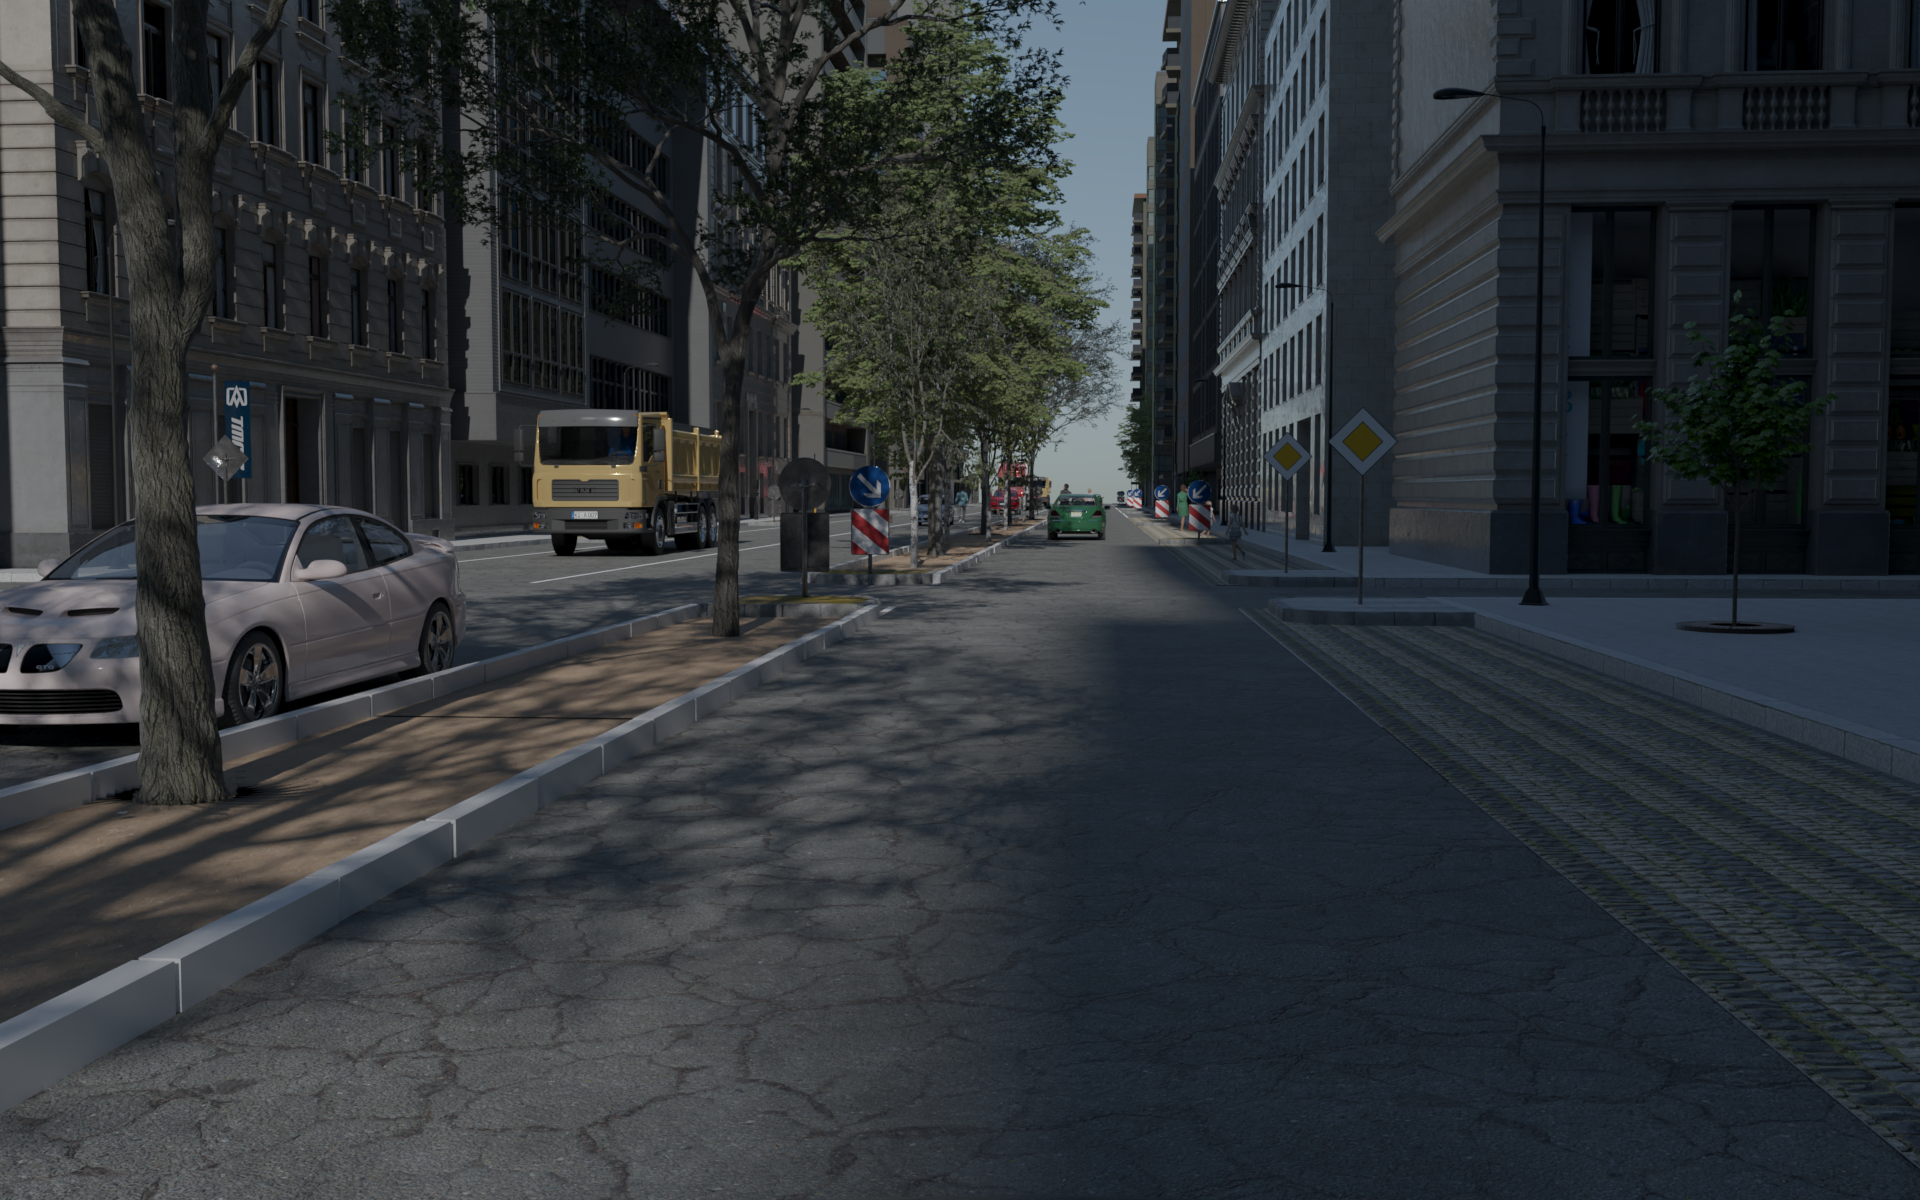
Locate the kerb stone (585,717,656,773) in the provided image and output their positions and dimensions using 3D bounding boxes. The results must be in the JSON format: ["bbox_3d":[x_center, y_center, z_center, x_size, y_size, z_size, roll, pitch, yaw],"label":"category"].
[{"bbox_3d":[-1.845,0.785,9.366,0.120,0.150,1.000,0,4,5],"label":"kerb stone"}]

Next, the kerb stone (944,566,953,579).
[{"bbox_3d":[-0.256,-0.432,29.303,0.120,0.150,1.000,0,4,5],"label":"kerb stone"}]

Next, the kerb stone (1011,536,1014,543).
[{"bbox_3d":[1.384,-1.685,49.765,0.120,0.150,1.000,0,4,5],"label":"kerb stone"}]

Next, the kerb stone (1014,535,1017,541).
[{"bbox_3d":[1.541,-1.804,51.804,0.120,0.150,1.000,0,4,5],"label":"kerb stone"}]

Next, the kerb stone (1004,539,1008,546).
[{"bbox_3d":[1.136,-1.498,46.695,0.120,0.150,1.000,0,4,5],"label":"kerb stone"}]

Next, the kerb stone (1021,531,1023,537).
[{"bbox_3d":[1.873,-2.060,55.895,0.120,0.150,1.000,0,4,5],"label":"kerb stone"}]

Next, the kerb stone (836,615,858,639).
[{"bbox_3d":[-1.184,0.286,17.541,0.120,0.150,1.000,0,4,5],"label":"kerb stone"}]

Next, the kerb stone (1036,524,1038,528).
[{"bbox_3d":[2.931,-2.874,69.190,0.120,0.150,1.000,0,4,5],"label":"kerb stone"}]

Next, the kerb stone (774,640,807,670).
[{"bbox_3d":[-1.444,0.473,14.469,0.120,0.150,1.000,0,4,5],"label":"kerb stone"}]

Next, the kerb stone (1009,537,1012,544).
[{"bbox_3d":[1.302,-1.623,48.739,0.120,0.150,1.000,0,4,5],"label":"kerb stone"}]

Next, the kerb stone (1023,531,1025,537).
[{"bbox_3d":[1.956,-2.124,56.926,0.120,0.150,1.000,0,4,5],"label":"kerb stone"}]

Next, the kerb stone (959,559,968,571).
[{"bbox_3d":[-0.002,-0.622,32.368,0.120,0.150,1.000,0,4,5],"label":"kerb stone"}]

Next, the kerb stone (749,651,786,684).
[{"bbox_3d":[-1.524,0.535,13.447,0.120,0.150,1.000,0,4,5],"label":"kerb stone"}]

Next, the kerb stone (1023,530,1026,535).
[{"bbox_3d":[2.036,-2.183,57.945,0.120,0.150,1.000,0,4,5],"label":"kerb stone"}]

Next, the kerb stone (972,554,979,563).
[{"bbox_3d":[0.234,-0.806,35.444,0.120,0.150,1.000,0,4,5],"label":"kerb stone"}]

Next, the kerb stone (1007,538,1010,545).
[{"bbox_3d":[1.218,-1.561,47.721,0.120,0.150,1.000,0,4,5],"label":"kerb stone"}]

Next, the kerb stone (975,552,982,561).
[{"bbox_3d":[0.325,-0.873,36.473,0.120,0.150,1.000,0,4,5],"label":"kerb stone"}]

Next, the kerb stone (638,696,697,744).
[{"bbox_3d":[-1.767,0.722,10.385,0.120,0.150,1.000,0,4,5],"label":"kerb stone"}]

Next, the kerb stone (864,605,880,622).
[{"bbox_3d":[-1.030,0.160,19.582,0.120,0.150,1.000,0,4,5],"label":"kerb stone"}]

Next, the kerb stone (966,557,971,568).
[{"bbox_3d":[0.075,-0.685,33.387,0.120,0.150,1.000,0,4,5],"label":"kerb stone"}]

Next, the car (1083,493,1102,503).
[{"bbox_3d":[7.242,-5.571,100.873,2.009,1.686,4.222,0,4,6],"label":"car"}]

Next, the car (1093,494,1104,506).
[{"bbox_3d":[16.627,-12.304,212.960,2.131,1.459,4.920,0,4,6],"label":"car"}]

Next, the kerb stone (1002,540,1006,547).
[{"bbox_3d":[1.055,-1.436,45.671,0.120,0.150,1.000,0,4,5],"label":"kerb stone"}]

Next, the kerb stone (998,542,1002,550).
[{"bbox_3d":[0.899,-1.310,43.618,0.120,0.150,1.000,0,4,5],"label":"kerb stone"}]

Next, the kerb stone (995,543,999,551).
[{"bbox_3d":[0.820,-1.244,42.599,0.120,0.150,1.000,0,4,5],"label":"kerb stone"}]

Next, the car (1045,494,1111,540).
[{"bbox_3d":[3.740,-2.654,55.189,2.131,1.459,4.920,0,4,5],"label":"car"}]

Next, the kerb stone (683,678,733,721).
[{"bbox_3d":[-1.680,0.662,11.408,0.120,0.150,1.000,0,4,5],"label":"kerb stone"}]

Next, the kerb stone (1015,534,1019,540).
[{"bbox_3d":[1.630,-1.874,52.830,0.120,0.150,1.000,0,4,5],"label":"kerb stone"}]

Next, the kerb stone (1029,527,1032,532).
[{"bbox_3d":[2.449,-2.495,63.058,0.120,0.150,1.000,0,4,5],"label":"kerb stone"}]

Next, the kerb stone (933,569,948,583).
[{"bbox_3d":[-0.335,-0.372,28.281,0.120,0.150,1.000,0,4,5],"label":"kerb stone"}]

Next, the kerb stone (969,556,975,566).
[{"bbox_3d":[0.157,-0.739,34.417,0.120,0.150,1.000,0,4,5],"label":"kerb stone"}]

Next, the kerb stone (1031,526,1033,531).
[{"bbox_3d":[2.527,-2.562,64.079,0.120,0.150,1.000,0,4,5],"label":"kerb stone"}]

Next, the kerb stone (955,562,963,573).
[{"bbox_3d":[-0.084,-0.556,31.350,0.120,0.150,1.000,0,4,5],"label":"kerb stone"}]

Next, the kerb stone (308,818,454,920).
[{"bbox_3d":[-2.097,0.973,6.306,0.120,0.150,1.000,0,4,5],"label":"kerb stone"}]

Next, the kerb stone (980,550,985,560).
[{"bbox_3d":[0.400,-0.935,37.492,0.120,0.150,1.000,0,4,5],"label":"kerb stone"}]

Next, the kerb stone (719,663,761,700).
[{"bbox_3d":[-1.600,0.597,12.427,0.120,0.150,1.000,0,4,5],"label":"kerb stone"}]

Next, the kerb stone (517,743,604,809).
[{"bbox_3d":[-1.930,0.847,8.346,0.120,0.150,1.000,0,4,5],"label":"kerb stone"}]

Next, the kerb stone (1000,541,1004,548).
[{"bbox_3d":[0.975,-1.373,44.650,0.120,0.150,1.000,0,4,5],"label":"kerb stone"}]

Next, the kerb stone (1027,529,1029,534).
[{"bbox_3d":[2.206,-2.311,59.982,0.120,0.150,1.000,0,4,5],"label":"kerb stone"}]

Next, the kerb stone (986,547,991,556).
[{"bbox_3d":[0.561,-1.060,39.530,0.120,0.150,1.000,0,4,5],"label":"kerb stone"}]

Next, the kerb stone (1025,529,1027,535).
[{"bbox_3d":[2.125,-2.249,58.963,0.120,0.150,1.000,0,4,5],"label":"kerb stone"}]

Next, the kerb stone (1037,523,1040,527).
[{"bbox_3d":[3.102,-2.995,71.228,0.120,0.150,1.000,0,4,5],"label":"kerb stone"}]

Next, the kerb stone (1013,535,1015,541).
[{"bbox_3d":[1.465,-1.740,50.785,0.120,0.150,1.000,0,4,5],"label":"kerb stone"}]

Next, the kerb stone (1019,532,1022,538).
[{"bbox_3d":[1.788,-1.999,54.877,0.120,0.150,1.000,0,4,5],"label":"kerb stone"}]

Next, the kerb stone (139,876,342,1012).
[{"bbox_3d":[-2.172,1.034,5.287,0.120,0.150,1.000,0,4,5],"label":"kerb stone"}]

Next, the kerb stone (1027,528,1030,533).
[{"bbox_3d":[2.284,-2.374,61.004,0.120,0.150,1.000,0,4,5],"label":"kerb stone"}]

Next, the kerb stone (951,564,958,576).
[{"bbox_3d":[-0.171,-0.497,30.328,0.120,0.150,1.000,0,4,5],"label":"kerb stone"}]

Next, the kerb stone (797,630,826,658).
[{"bbox_3d":[-1.360,0.410,15.493,0.120,0.150,1.000,0,4,5],"label":"kerb stone"}]

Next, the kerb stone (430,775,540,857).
[{"bbox_3d":[-2.006,0.909,7.327,0.120,0.150,1.000,0,4,5],"label":"kerb stone"}]

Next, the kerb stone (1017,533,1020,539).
[{"bbox_3d":[1.706,-1.934,53.852,0.120,0.150,1.000,0,4,5],"label":"kerb stone"}]

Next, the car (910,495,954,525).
[{"bbox_3d":[-1.236,-4.109,79.184,2.014,1.417,4.499,0,4,4],"label":"car"}]

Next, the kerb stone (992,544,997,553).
[{"bbox_3d":[0.727,-1.185,41.576,0.120,0.150,1.000,0,4,5],"label":"kerb stone"}]

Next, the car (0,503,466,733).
[{"bbox_3d":[-4.950,0.033,11.820,2.083,1.381,4.827,0,4,5],"label":"car"}]

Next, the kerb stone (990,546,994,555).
[{"bbox_3d":[0.650,-1.119,40.557,0.120,0.150,1.000,0,4,5],"label":"kerb stone"}]

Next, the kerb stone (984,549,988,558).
[{"bbox_3d":[0.477,-0.995,38.512,0.120,0.150,1.000,0,4,5],"label":"kerb stone"}]

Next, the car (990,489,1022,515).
[{"bbox_3d":[3.219,-6.907,121.605,2.281,1.827,5.304,0,4,5],"label":"car"}]

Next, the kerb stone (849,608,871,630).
[{"bbox_3d":[-1.111,0.222,18.561,0.120,0.150,1.000,0,4,5],"label":"kerb stone"}]

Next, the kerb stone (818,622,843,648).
[{"bbox_3d":[-1.273,0.348,16.511,0.120,0.150,1.000,0,4,5],"label":"kerb stone"}]
